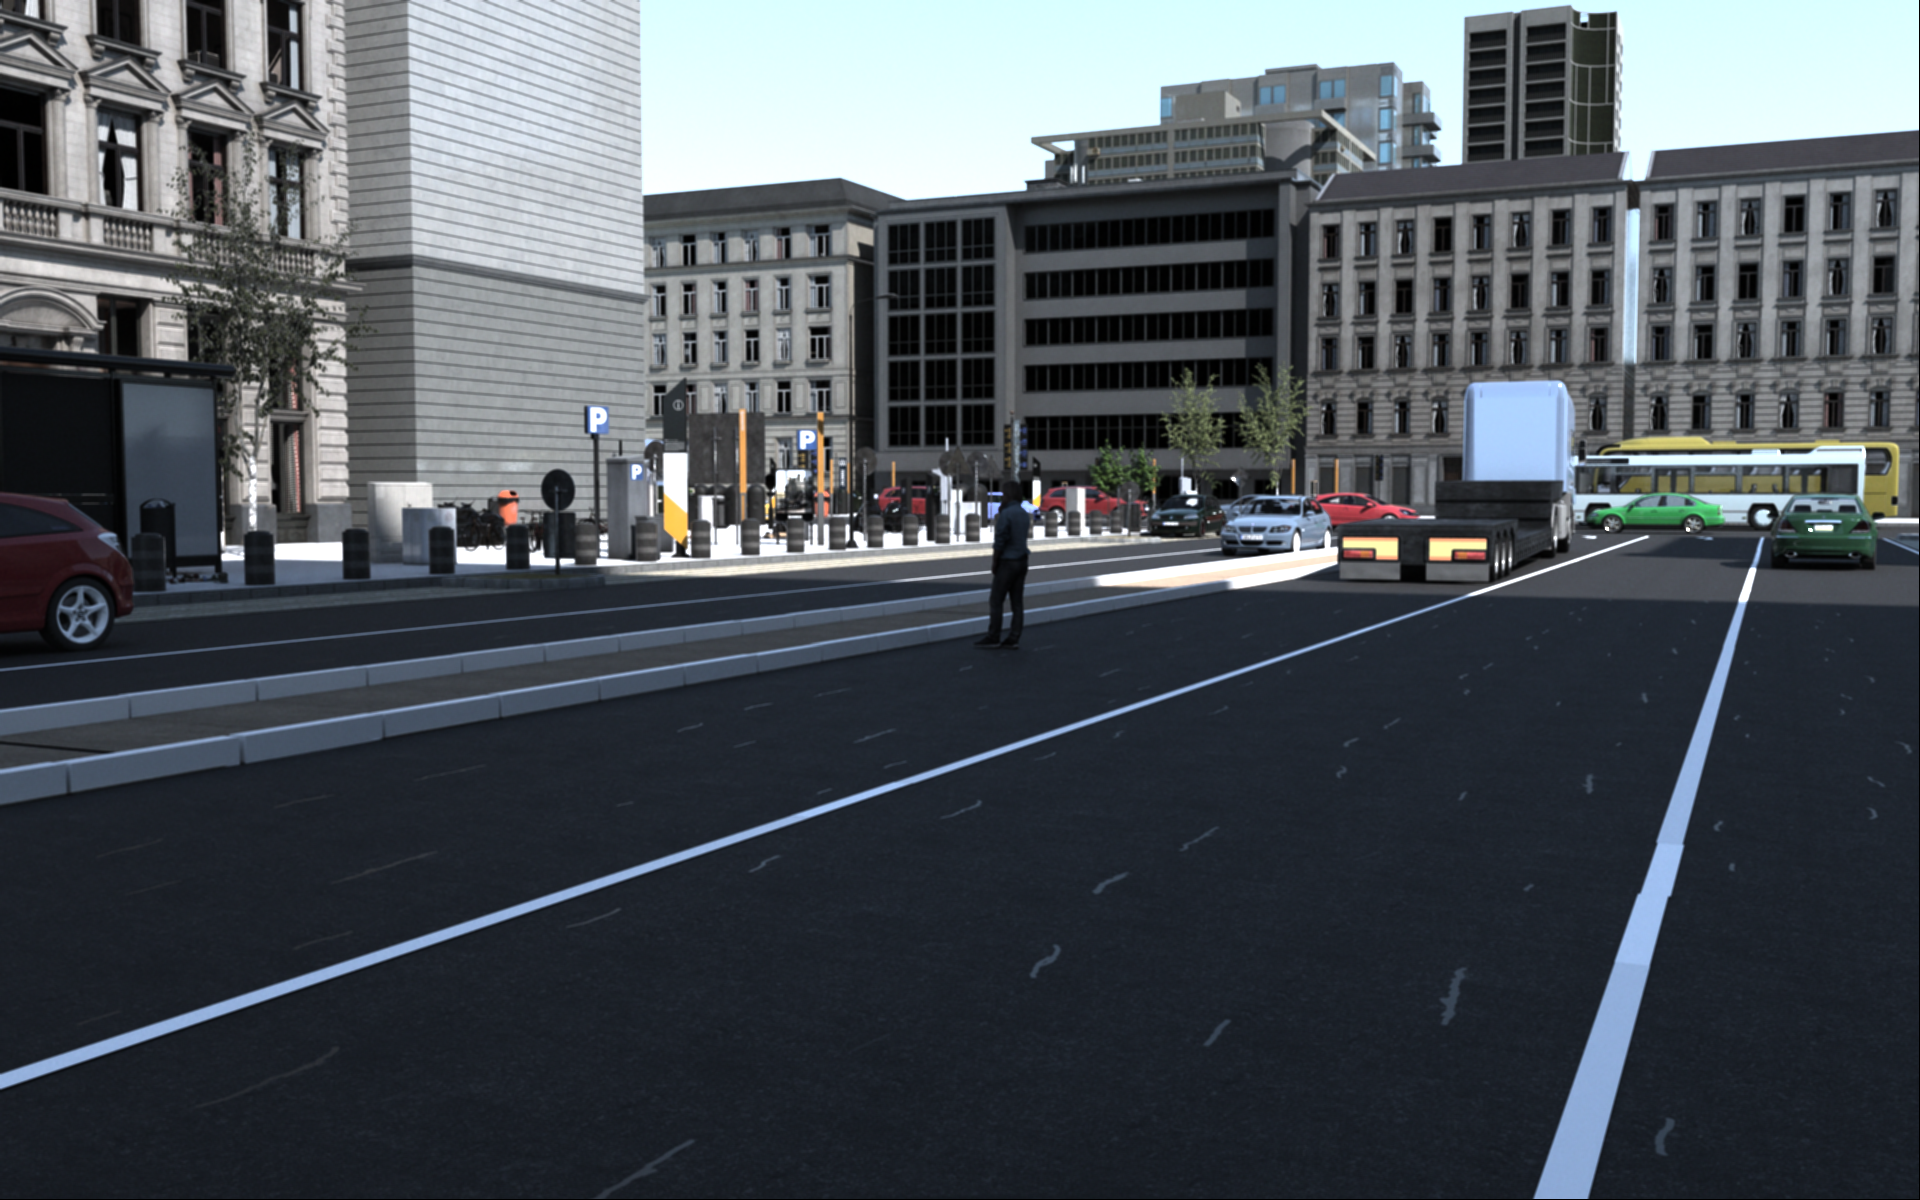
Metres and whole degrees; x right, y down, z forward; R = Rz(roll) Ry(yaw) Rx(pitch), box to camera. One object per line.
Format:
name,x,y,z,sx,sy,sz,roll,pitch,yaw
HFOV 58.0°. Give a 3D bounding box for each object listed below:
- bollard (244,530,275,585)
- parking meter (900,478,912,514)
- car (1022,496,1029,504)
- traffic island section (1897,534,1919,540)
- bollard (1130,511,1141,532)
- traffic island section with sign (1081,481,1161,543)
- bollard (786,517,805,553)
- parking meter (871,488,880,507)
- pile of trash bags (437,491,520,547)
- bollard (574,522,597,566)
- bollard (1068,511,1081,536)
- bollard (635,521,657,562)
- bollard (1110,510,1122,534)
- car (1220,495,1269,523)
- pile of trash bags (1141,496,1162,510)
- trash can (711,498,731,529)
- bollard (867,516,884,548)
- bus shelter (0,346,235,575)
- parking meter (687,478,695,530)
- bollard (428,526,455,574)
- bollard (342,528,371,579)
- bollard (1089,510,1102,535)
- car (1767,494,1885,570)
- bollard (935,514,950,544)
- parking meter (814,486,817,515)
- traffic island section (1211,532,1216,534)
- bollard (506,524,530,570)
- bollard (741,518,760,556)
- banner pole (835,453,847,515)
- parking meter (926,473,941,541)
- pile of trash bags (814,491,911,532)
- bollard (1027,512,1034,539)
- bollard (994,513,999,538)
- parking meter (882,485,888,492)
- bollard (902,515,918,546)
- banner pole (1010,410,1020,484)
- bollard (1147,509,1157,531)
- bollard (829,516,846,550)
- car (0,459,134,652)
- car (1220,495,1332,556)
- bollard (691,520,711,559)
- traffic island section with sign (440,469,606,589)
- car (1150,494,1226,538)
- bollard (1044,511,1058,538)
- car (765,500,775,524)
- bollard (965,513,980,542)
bollard,-9.915,-0.599,24.517,0.404,0.777,0.398,0,3,0
parking meter,-1.911,-3.414,61.538,0.255,1.863,0.399,-3,5,-40
car,1.820,-4.927,90.144,3.694,1.707,1.945,2,4,23
traffic island section,30.434,-1.944,54.068,2.009,0.180,2.903,2,4,25
bollard,5.857,-2.647,57.998,0.404,0.777,0.398,0,3,0
traffic island section with sign,4.869,-2.608,51.276,1.989,1.847,2.006,2,4,25
bollard,-3.602,-1.419,37.925,0.404,0.777,0.398,0,3,0
parking meter,-3.420,-3.761,69.908,0.372,1.533,0.369,0,3,0
pile of trash bags,-12.102,-2.046,43.208,1.912,1.369,3.447,1,4,19
bollard,-6.755,-1.010,31.230,0.404,0.777,0.398,0,3,0
bollard,3.489,-2.340,52.973,0.404,0.777,0.398,0,3,0
bollard,-5.961,-1.113,32.913,0.404,0.777,0.398,0,3,0
bollard,5.071,-2.545,56.328,0.404,0.777,0.398,0,3,0
car,13.439,-4.159,79.996,4.499,1.417,2.014,2,4,24
pile of trash bags,10.890,-5.763,103.974,1.912,1.369,3.447,2,4,33
trash can,-8.898,-3.234,64.535,0.748,1.137,0.748,0,3,0
bollard,-2.020,-1.625,41.279,0.404,0.777,0.398,0,3,0
bus shelter,-14.523,-2.863,24.443,2.179,5.291,8.768,2,4,25
parking meter,-9.531,-3.392,61.175,0.255,1.863,0.399,-2,4,-31
bollard,-8.339,-0.804,27.866,0.404,0.777,0.398,0,3,0
bollard,-9.128,-0.701,26.186,0.404,0.777,0.398,0,3,0
bollard,4.282,-2.442,54.651,0.404,0.777,0.398,0,3,0
car,17.199,-1.386,34.459,2.131,1.459,4.920,2,4,27
bollard,-0.446,-1.829,44.618,0.404,0.777,0.398,0,3,0
parking meter,-8.989,-6.162,106.453,0.399,1.863,0.255,0,4,-6
traffic island section,10.263,-2.524,63.540,2.009,0.180,2.903,2,4,25
bollard,-7.543,-0.907,29.542,0.404,0.777,0.398,0,3,0
bollard,-4.385,-1.317,36.253,0.404,0.777,0.398,0,3,0
banner pole,-7.264,-7.028,104.924,0.863,3.779,0.401,0,4,-2
parking meter,-0.720,-2.532,47.114,0.255,1.863,0.399,-2,4,-30
pile of trash bags,-3.342,-3.045,59.532,3.447,1.369,1.912,0,4,-1
bollard,1.914,-2.136,49.634,0.404,0.777,0.398,0,3,0
bollard,1.131,-2.033,47.962,0.404,0.777,0.398,0,3,0
parking meter,-4.646,-6.226,107.512,0.255,1.863,0.399,1,4,19
bollard,-1.232,-1.727,42.948,0.404,0.777,0.398,0,3,0
banner pole,1.633,-3.766,51.599,0.401,3.779,0.863,-1,4,-21
bollard,6.645,-2.749,59.670,0.404,0.777,0.398,0,3,0
bollard,-2.805,-1.522,39.608,0.404,0.777,0.398,0,3,0
car,-9.416,-0.355,14.850,2.155,1.783,4.494,2,4,27
car,7.611,-1.794,41.329,2.014,1.417,4.499,2,4,26
bollard,-5.176,-1.215,34.585,0.404,0.777,0.398,0,3,0
traffic island section with sign,-6.625,-1.117,26.884,1.989,1.847,2.006,2,4,25
car,7.587,-2.917,57.481,2.009,1.686,4.222,2,4,23
bollard,2.701,-2.238,51.303,0.404,0.777,0.398,0,3,0
car,-10.559,-4.275,80.125,3.980,1.641,2.015,2,4,27
bollard,0.341,-1.931,46.289,0.404,0.777,0.398,0,3,0
